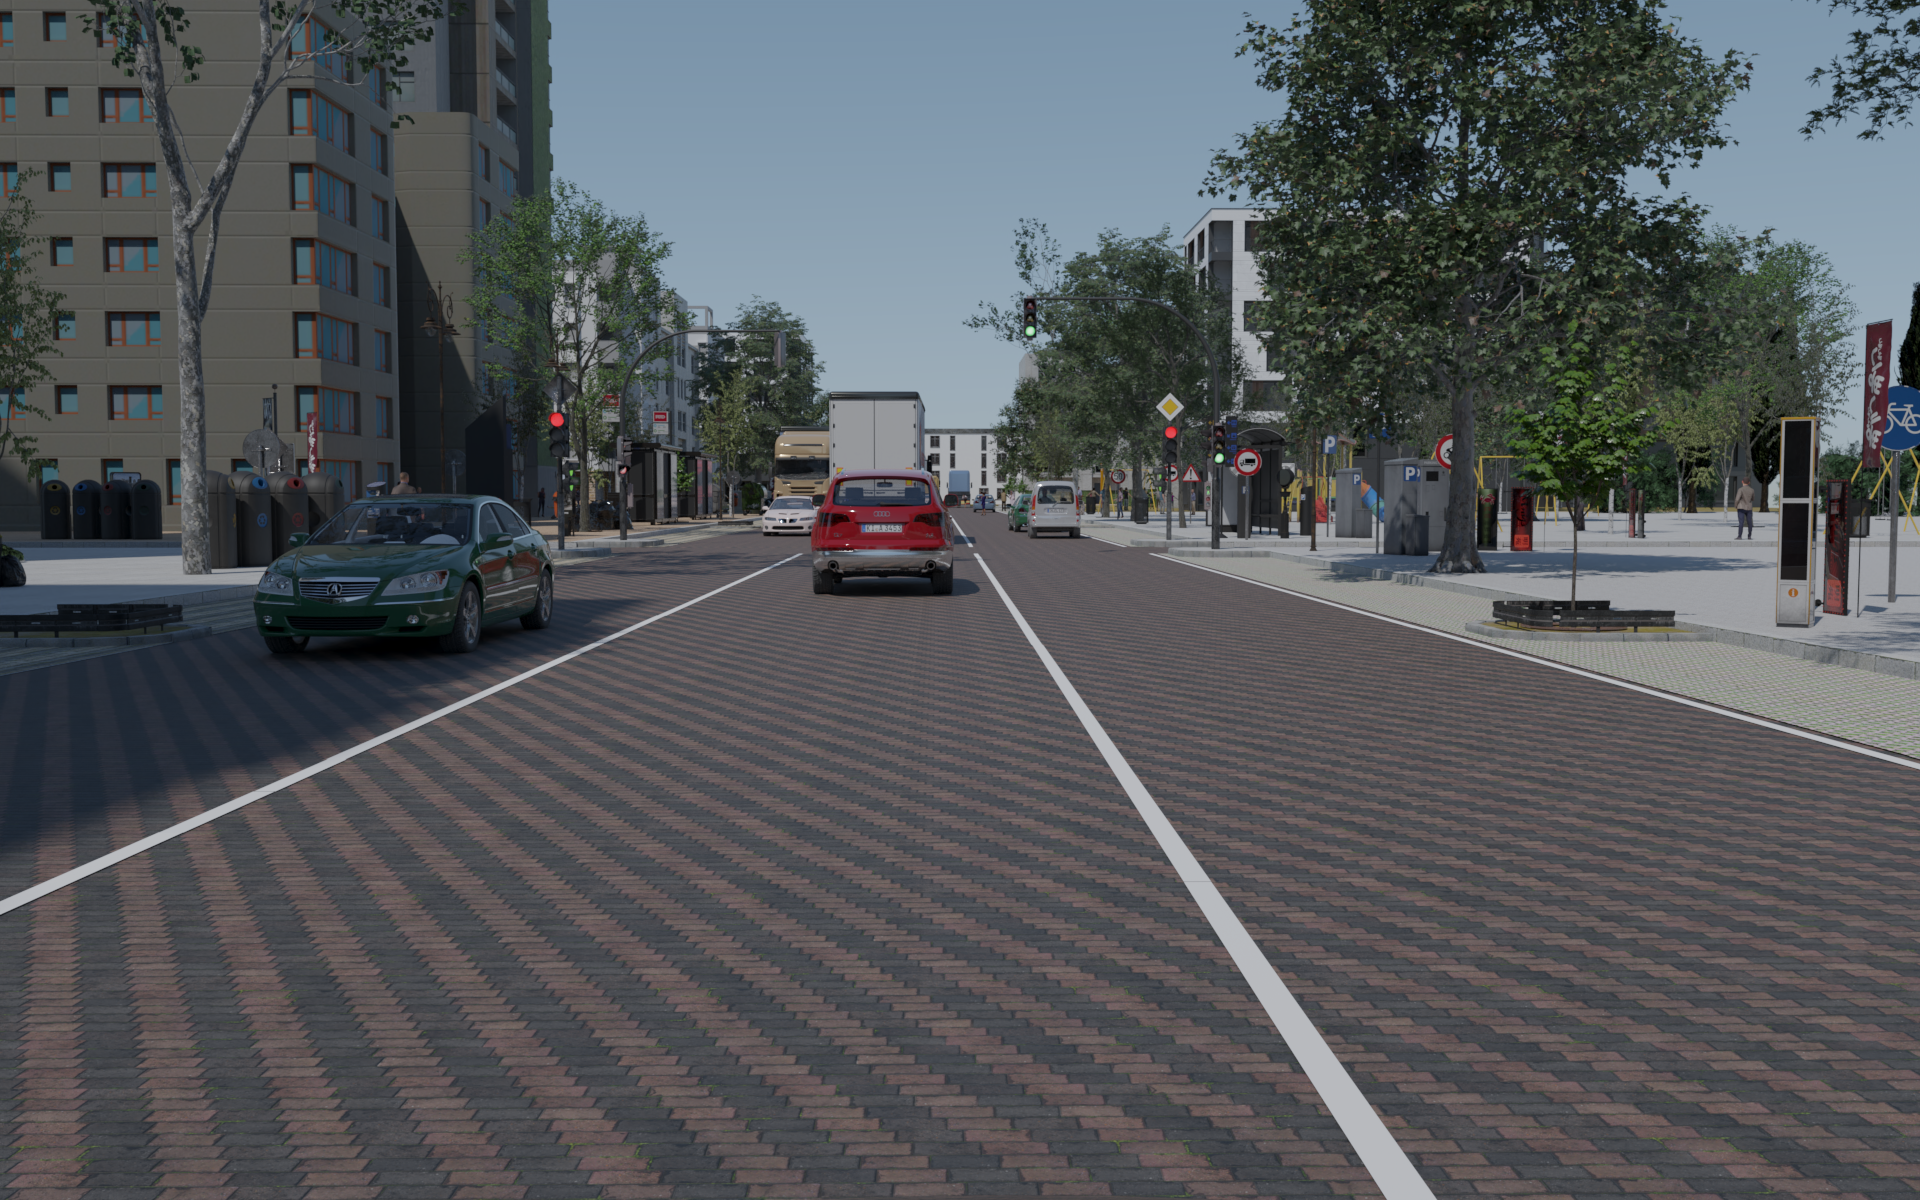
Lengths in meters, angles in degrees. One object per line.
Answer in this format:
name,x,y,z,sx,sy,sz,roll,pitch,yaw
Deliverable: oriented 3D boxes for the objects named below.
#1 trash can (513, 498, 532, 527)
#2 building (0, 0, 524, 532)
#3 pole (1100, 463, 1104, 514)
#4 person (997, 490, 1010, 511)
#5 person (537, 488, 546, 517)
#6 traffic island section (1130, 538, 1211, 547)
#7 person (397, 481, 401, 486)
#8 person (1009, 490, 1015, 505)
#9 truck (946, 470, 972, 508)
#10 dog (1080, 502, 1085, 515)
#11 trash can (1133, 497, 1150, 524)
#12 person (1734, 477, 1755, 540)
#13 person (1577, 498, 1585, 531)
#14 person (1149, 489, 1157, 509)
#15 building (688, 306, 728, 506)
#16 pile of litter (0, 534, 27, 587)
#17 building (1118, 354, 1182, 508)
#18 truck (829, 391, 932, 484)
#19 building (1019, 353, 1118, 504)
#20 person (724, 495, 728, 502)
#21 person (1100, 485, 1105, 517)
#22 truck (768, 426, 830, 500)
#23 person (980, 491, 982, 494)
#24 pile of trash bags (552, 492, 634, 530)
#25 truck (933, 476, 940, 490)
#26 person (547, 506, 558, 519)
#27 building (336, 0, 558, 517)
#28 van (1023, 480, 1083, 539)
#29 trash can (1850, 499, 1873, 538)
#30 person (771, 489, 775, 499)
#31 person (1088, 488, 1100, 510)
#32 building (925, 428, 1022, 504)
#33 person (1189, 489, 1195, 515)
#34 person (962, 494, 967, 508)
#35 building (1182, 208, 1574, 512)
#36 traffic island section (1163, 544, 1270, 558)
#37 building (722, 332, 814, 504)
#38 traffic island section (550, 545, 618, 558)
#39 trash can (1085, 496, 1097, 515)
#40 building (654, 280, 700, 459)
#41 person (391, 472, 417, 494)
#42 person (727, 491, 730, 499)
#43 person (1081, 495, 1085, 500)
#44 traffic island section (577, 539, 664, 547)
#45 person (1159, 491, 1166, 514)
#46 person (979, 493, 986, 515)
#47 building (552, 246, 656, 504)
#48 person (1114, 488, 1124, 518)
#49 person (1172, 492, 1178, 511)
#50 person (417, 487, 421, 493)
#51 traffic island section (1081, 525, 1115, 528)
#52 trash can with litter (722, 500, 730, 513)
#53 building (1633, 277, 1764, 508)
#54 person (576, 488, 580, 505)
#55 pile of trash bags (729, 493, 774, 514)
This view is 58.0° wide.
trash can,-14.216,-2.722,56.164,0.748,1.137,0.748,0,3,0
building,-35.840,-13.945,73.039,27.650,21.520,28.899,0,4,-1
pole,9.273,-7.292,113.068,0.158,3.312,0.155,0,3,0
person,3.626,-8.202,142.700,1.348,1.812,0.705,2,4,25
person,-23.214,-5.419,96.118,0.415,1.643,0.593,1,4,15
traffic island section,5.837,-1.587,48.225,2.009,0.180,2.903,0,4,-1
person,-21.389,-3.672,66.532,0.568,1.767,0.683,1,4,16
person,3.933,-7.441,130.828,0.551,1.740,0.621,1,4,16
truck,-0.093,-12.252,190.075,2.967,4.110,18.799,0,4,0
dog,7.365,-5.587,105.735,0.800,0.831,0.513,-2,4,-29
trash can,7.714,-3.789,73.595,0.748,1.137,0.748,0,3,0
person,22.043,-2.581,48.777,0.617,1.759,0.750,0,4,5
person,21.548,-3.272,60.335,0.445,1.727,0.742,0,4,3
person,16.221,-8.510,145.969,1.217,1.735,0.721,1,4,15
building,-30.573,-19.806,180.247,11.380,20.091,16.016,0,4,-1
pile of litter,-13.531,-0.590,23.609,1.176,0.858,1.719,2,4,26
building,26.068,-18.715,172.449,16.747,18.905,31.486,0,4,-1
truck,-2.339,-3.911,52.861,2.839,4.237,11.283,0,3,0
building,23.803,-22.007,226.265,31.486,18.905,16.747,0,4,-1
person,-27.762,-11.861,203.221,1.217,1.735,0.721,-2,4,-29
person,8.092,-5.550,96.921,0.598,1.807,0.434,-3,5,-40
truck,-6.196,-5.200,73.935,2.839,4.237,11.283,0,4,1
person,2.156,-10.692,183.999,0.721,1.739,1.217,-1,4,-15
pile of trash bags,-13.251,-3.169,61.569,1.912,1.369,3.447,2,4,25
truck,-3.674,-11.458,183.266,3.469,3.379,9.791,0,4,-3
person,-20.957,-4.615,89.424,0.695,0.859,0.347,-1,4,-22
building,-30.699,-25.123,94.348,14.154,41.232,14.086,0,4,-1
van,3.077,-3.058,57.008,2.013,2.044,4.112,0,4,1
trash can,26.286,-2.386,50.659,0.748,1.137,0.748,0,3,0
person,-16.116,-8.791,150.464,1.217,1.739,0.721,1,4,17
person,10.996,-8.314,141.983,1.348,1.823,0.705,2,4,30
building,-5.918,-17.132,222.250,28.070,9.664,9.099,0,4,-1
person,14.265,-5.999,106.189,0.319,1.574,0.516,0,4,-5
person,0.462,-10.248,179.244,0.628,1.438,0.799,-1,4,-10
building,31.620,-18.132,140.433,27.936,21.610,32.646,0,4,-1
traffic island section,5.949,-1.098,40.241,2.009,0.180,2.903,0,4,-1
building,-36.529,-23.730,231.954,32.646,21.610,27.936,0,4,-1
traffic island section,-9.231,-1.086,40.034,2.009,0.180,2.903,0,4,-1
trash can,8.213,-5.941,108.792,0.748,1.137,0.748,0,3,0
building,-33.227,-17.394,150.851,16.747,18.905,31.486,0,4,-1
person,-12.159,-1.919,37.979,0.990,1.755,0.434,1,4,19
person,-25.381,-11.324,191.905,1.217,1.735,0.721,2,4,31
person,13.848,-11.541,197.991,1.065,1.426,0.557,-1,4,-13
traffic island section,-9.343,-1.574,48.019,2.009,0.180,2.903,0,4,-1
person,12.860,-6.332,109.698,0.434,1.807,0.598,0,4,-8
person,1.460,-6.402,115.537,0.546,1.535,0.453,0,4,1
building,-30.982,-16.699,129.450,16.016,20.091,11.380,0,4,-1
person,8.413,-5.115,91.624,0.435,1.587,0.963,-1,4,-21
person,15.985,-7.416,130.513,0.991,1.433,0.599,0,4,-6
person,-21.076,-3.632,67.699,0.388,1.546,0.482,3,5,40
traffic island section,5.478,-3.090,73.380,1.991,0.108,1.994,0,4,-1
trash can with litter,-15.806,-6.561,118.651,1.055,1.170,0.624,1,4,13
building,60.140,-20.271,175.400,32.646,21.610,27.936,0,4,-1
person,-26.584,-6.937,120.277,0.431,1.722,0.655,-1,4,-13
pile of trash bags,-13.812,-6.446,115.145,3.447,1.369,1.912,2,4,23
